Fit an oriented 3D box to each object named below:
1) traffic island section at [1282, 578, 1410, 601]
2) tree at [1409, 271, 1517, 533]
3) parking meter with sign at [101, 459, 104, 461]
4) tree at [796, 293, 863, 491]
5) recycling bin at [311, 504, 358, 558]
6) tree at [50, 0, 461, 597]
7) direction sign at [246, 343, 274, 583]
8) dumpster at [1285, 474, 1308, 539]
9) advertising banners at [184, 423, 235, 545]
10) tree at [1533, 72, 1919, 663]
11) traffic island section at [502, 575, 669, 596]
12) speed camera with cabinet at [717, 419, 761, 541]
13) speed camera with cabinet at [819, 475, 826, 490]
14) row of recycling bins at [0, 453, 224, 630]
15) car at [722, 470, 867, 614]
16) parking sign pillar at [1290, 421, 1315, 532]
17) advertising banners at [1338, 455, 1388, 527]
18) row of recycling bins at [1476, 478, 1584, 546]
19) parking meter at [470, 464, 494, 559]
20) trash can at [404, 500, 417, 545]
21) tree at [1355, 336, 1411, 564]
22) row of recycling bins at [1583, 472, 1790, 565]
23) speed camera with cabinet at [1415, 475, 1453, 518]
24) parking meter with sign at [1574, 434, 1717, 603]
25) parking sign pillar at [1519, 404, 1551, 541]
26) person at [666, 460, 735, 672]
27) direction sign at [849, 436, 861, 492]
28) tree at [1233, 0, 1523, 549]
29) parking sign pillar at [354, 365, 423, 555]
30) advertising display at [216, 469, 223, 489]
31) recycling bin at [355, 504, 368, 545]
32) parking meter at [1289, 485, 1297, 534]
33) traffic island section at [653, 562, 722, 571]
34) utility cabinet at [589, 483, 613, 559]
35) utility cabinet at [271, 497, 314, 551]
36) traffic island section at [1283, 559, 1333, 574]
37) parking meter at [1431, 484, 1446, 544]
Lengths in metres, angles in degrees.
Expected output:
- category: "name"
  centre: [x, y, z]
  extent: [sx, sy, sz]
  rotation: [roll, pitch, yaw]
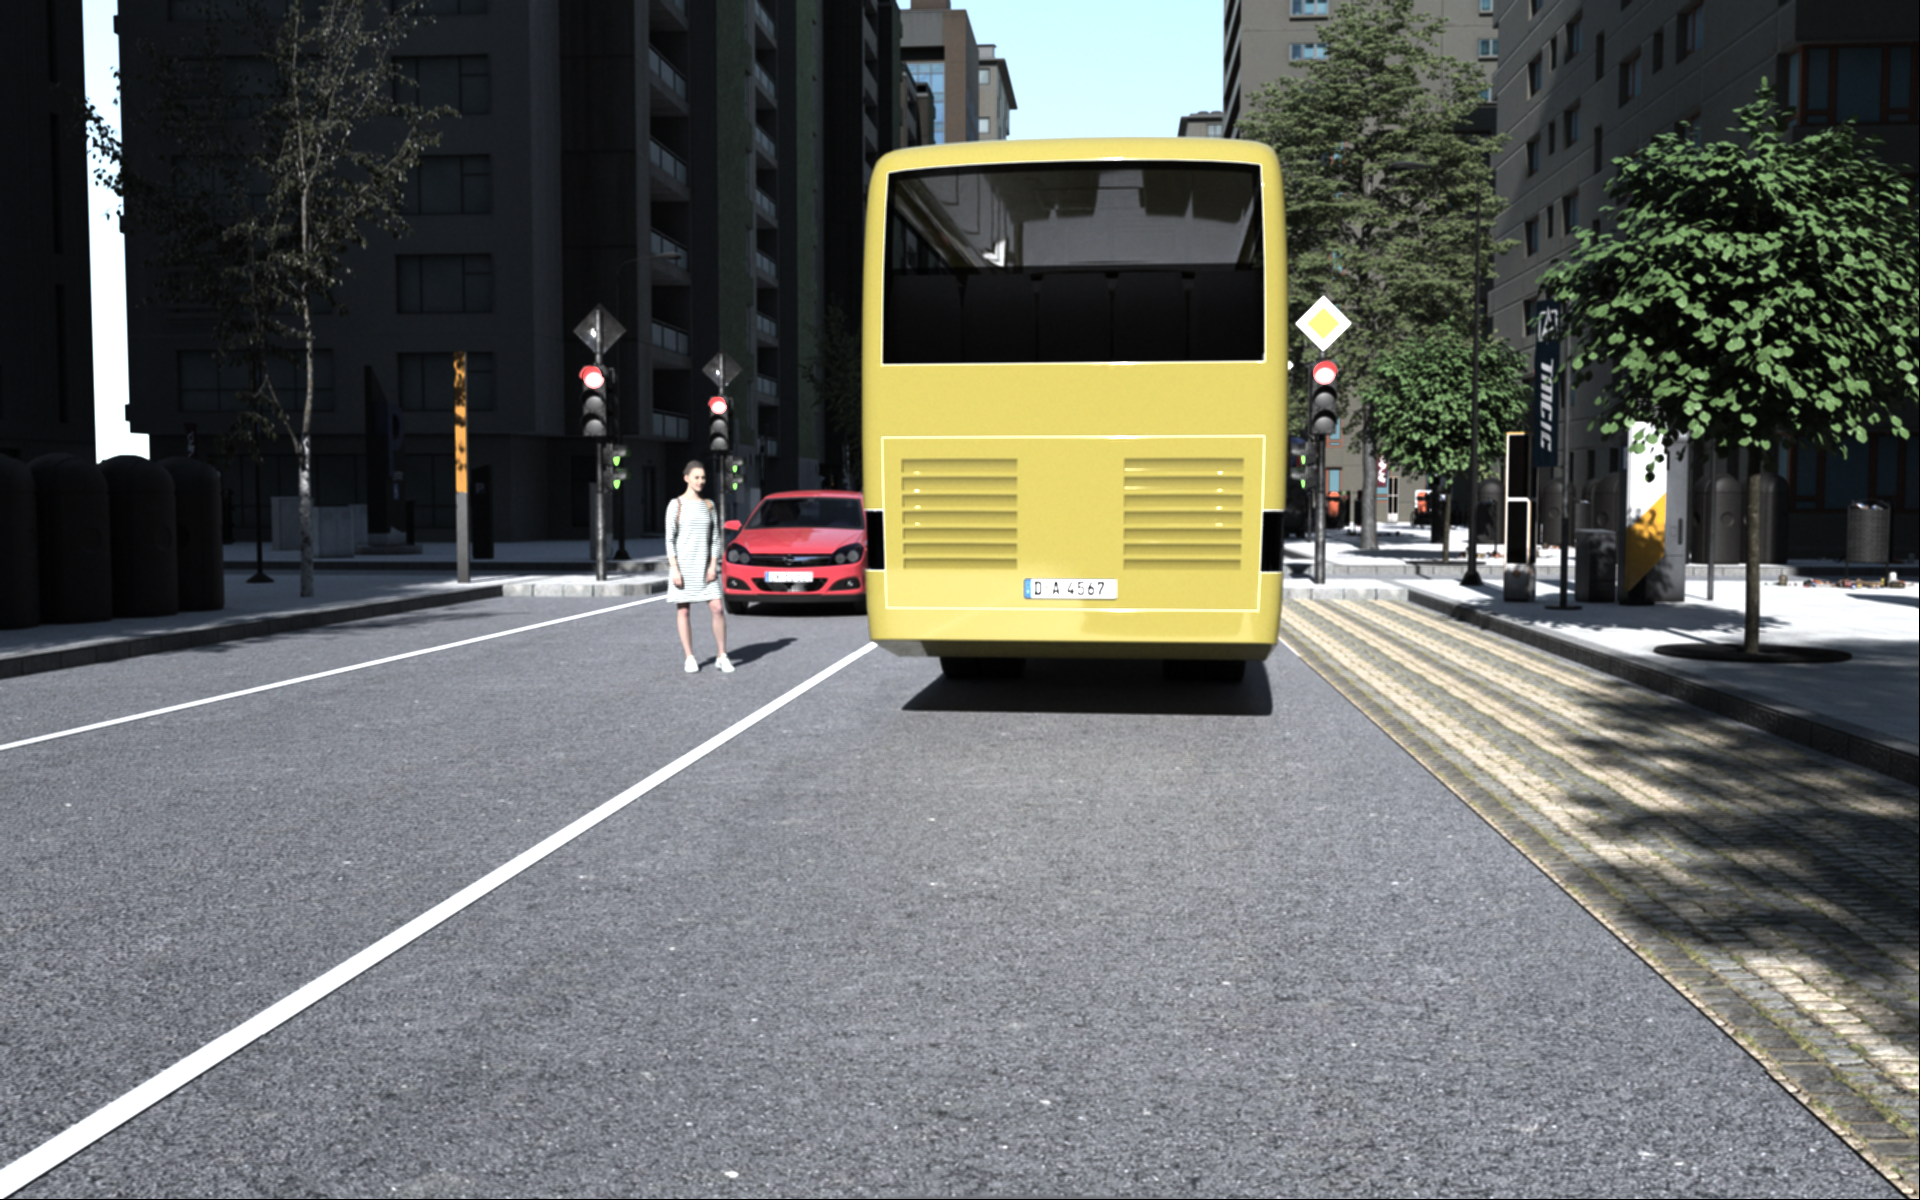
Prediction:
- category: "traffic island section"
  centre: [5.162, -0.151, 24.753]
  extent: [2.009, 0.180, 2.903]
  rotation: [0, 4, 5]
- category: "tree"
  centre: [15.907, -6.469, 56.136]
  extent: [4.737, 8.622, 4.395]
  rotation: [0, 3, 0]
- category: "parking meter with sign"
  centre: [-43.862, -5.586, 87.586]
  extent: [1.738, 3.016, 0.543]
  rotation: [1, 4, 13]
- category: "tree"
  centre: [-3.905, -6.950, 63.995]
  extent: [4.737, 8.622, 4.395]
  rotation: [0, 3, 0]
- category: "recycling bin"
  centre: [-12.720, -1.369, 34.942]
  extent: [0.722, 1.027, 0.722]
  rotation: [-3, 5, -43]
- category: "tree"
  centre: [-8.399, -4.343, 21.376]
  extent: [4.360, 8.622, 3.978]
  rotation: [0, 3, 0]
- category: "direction sign"
  centre: [-10.176, -2.023, 25.080]
  extent: [0.379, 3.537, 0.876]
  rotation: [-2, 4, -31]
- category: "dumpster"
  centre: [9.429, -2.725, 50.308]
  extent: [1.264, 1.857, 1.865]
  rotation: [0, 4, 5]
- category: "advertising banners"
  centre: [-18.821, -2.889, 43.424]
  extent: [0.090, 3.025, 2.074]
  rotation: [1, 4, 8]
- category: "tree"
  centre: [6.304, -1.838, 13.769]
  extent: [4.285, 4.588, 4.351]
  rotation: [0, 3, 0]
- category: "traffic island section"
  centre: [-5.337, -0.209, 25.696]
  extent: [2.009, 0.180, 2.903]
  rotation: [0, 4, 5]
- category: "speed camera with cabinet"
  centre: [-5.902, -3.174, 46.224]
  extent: [0.660, 3.252, 2.038]
  rotation: [1, 4, 11]
- category: "speed camera with cabinet"
  centre: [-7.247, -5.569, 85.390]
  extent: [0.660, 3.252, 2.038]
  rotation: [1, 4, 19]
- category: "row of recycling bins"
  centre: [-8.918, -0.657, 17.859]
  extent: [1.069, 1.692, 3.534]
  rotation: [1, 4, 15]
- category: "car"
  centre: [-1.843, -0.794, 22.018]
  extent: [2.155, 1.783, 4.494]
  rotation: [0, 4, 3]
- category: "parking sign pillar"
  centre: [11.480, -4.309, 58.920]
  extent: [1.447, 3.967, 1.447]
  rotation: [-1, 4, -22]
- category: "advertising banners"
  centre: [15.905, -4.413, 68.346]
  extent: [2.074, 3.025, 0.090]
  rotation: [1, 4, 22]
- category: "row of recycling bins"
  centre: [14.693, -2.232, 43.610]
  extent: [3.534, 1.692, 1.069]
  rotation: [3, 4, 36]
- category: "parking meter"
  centre: [-9.470, -1.748, 34.297]
  extent: [0.399, 1.863, 0.255]
  rotation: [0, 4, 5]
- category: "trash can"
  centre: [-12.658, -1.683, 39.165]
  extent: [0.748, 1.137, 0.748]
  rotation: [0, 3, 0]
- category: "tree"
  centre: [8.869, -2.937, 31.726]
  extent: [4.285, 4.588, 4.351]
  rotation: [0, 3, 0]
- category: "row of recycling bins"
  centre: [13.478, -1.515, 31.875]
  extent: [3.534, 1.692, 1.069]
  rotation: [0, 4, -2]
- category: "speed camera with cabinet"
  centre: [20.497, -4.923, 74.834]
  extent: [2.038, 3.252, 0.660]
  rotation: [-3, 5, -41]
- category: "parking meter with sign"
  centre: [8.242, -1.491, 20.647]
  extent: [1.738, 3.016, 0.543]
  rotation: [-1, 4, -11]
- category: "parking sign pillar"
  centre: [15.948, -3.657, 48.265]
  extent: [1.447, 3.967, 1.447]
  rotation: [-1, 4, -10]
- category: "person"
  centre: [-2.141, -0.274, 13.992]
  extent: [0.512, 1.701, 0.522]
  rotation: [-2, 4, -32]
- category: "direction sign"
  centre: [-3.915, -4.653, 68.068]
  extent: [0.876, 3.537, 0.379]
  rotation: [1, 4, 8]
- category: "tree"
  centre: [9.175, -7.437, 39.717]
  extent: [7.486, 12.596, 7.792]
  rotation: [0, 3, 0]
- category: "parking sign pillar"
  centre: [-12.257, -2.967, 36.977]
  extent: [1.447, 3.967, 1.447]
  rotation: [0, 4, 0]
- category: "advertising display"
  centre: [-19.602, -2.422, 44.818]
  extent: [0.974, 1.923, 0.123]
  rotation: [-2, 4, -27]
- category: "recycling bin"
  centre: [-14.687, -1.857, 42.918]
  extent: [0.722, 1.027, 0.722]
  rotation: [-3, 4, -36]
- category: "parking meter"
  centre: [10.757, -3.100, 56.402]
  extent: [0.399, 1.863, 0.255]
  rotation: [1, 4, 18]
- category: "traffic island section"
  centre: [-4.623, -0.695, 33.649]
  extent: [2.009, 0.180, 2.903]
  rotation: [0, 4, 5]
- category: "utility cabinet"
  centre: [-7.046, -1.554, 34.085]
  extent: [0.318, 1.500, 1.173]
  rotation: [0, 4, -4]
- category: "utility cabinet"
  centre: [-15.195, -1.732, 39.484]
  extent: [0.306, 1.237, 1.020]
  rotation: [2, 4, 25]
- category: "traffic island section"
  centre: [5.876, -0.638, 32.706]
  extent: [2.009, 0.180, 2.903]
  rotation: [0, 4, 5]
- category: "parking meter"
  centre: [12.400, -2.228, 44.843]
  extent: [0.372, 1.533, 0.369]
  rotation: [0, 3, 0]
